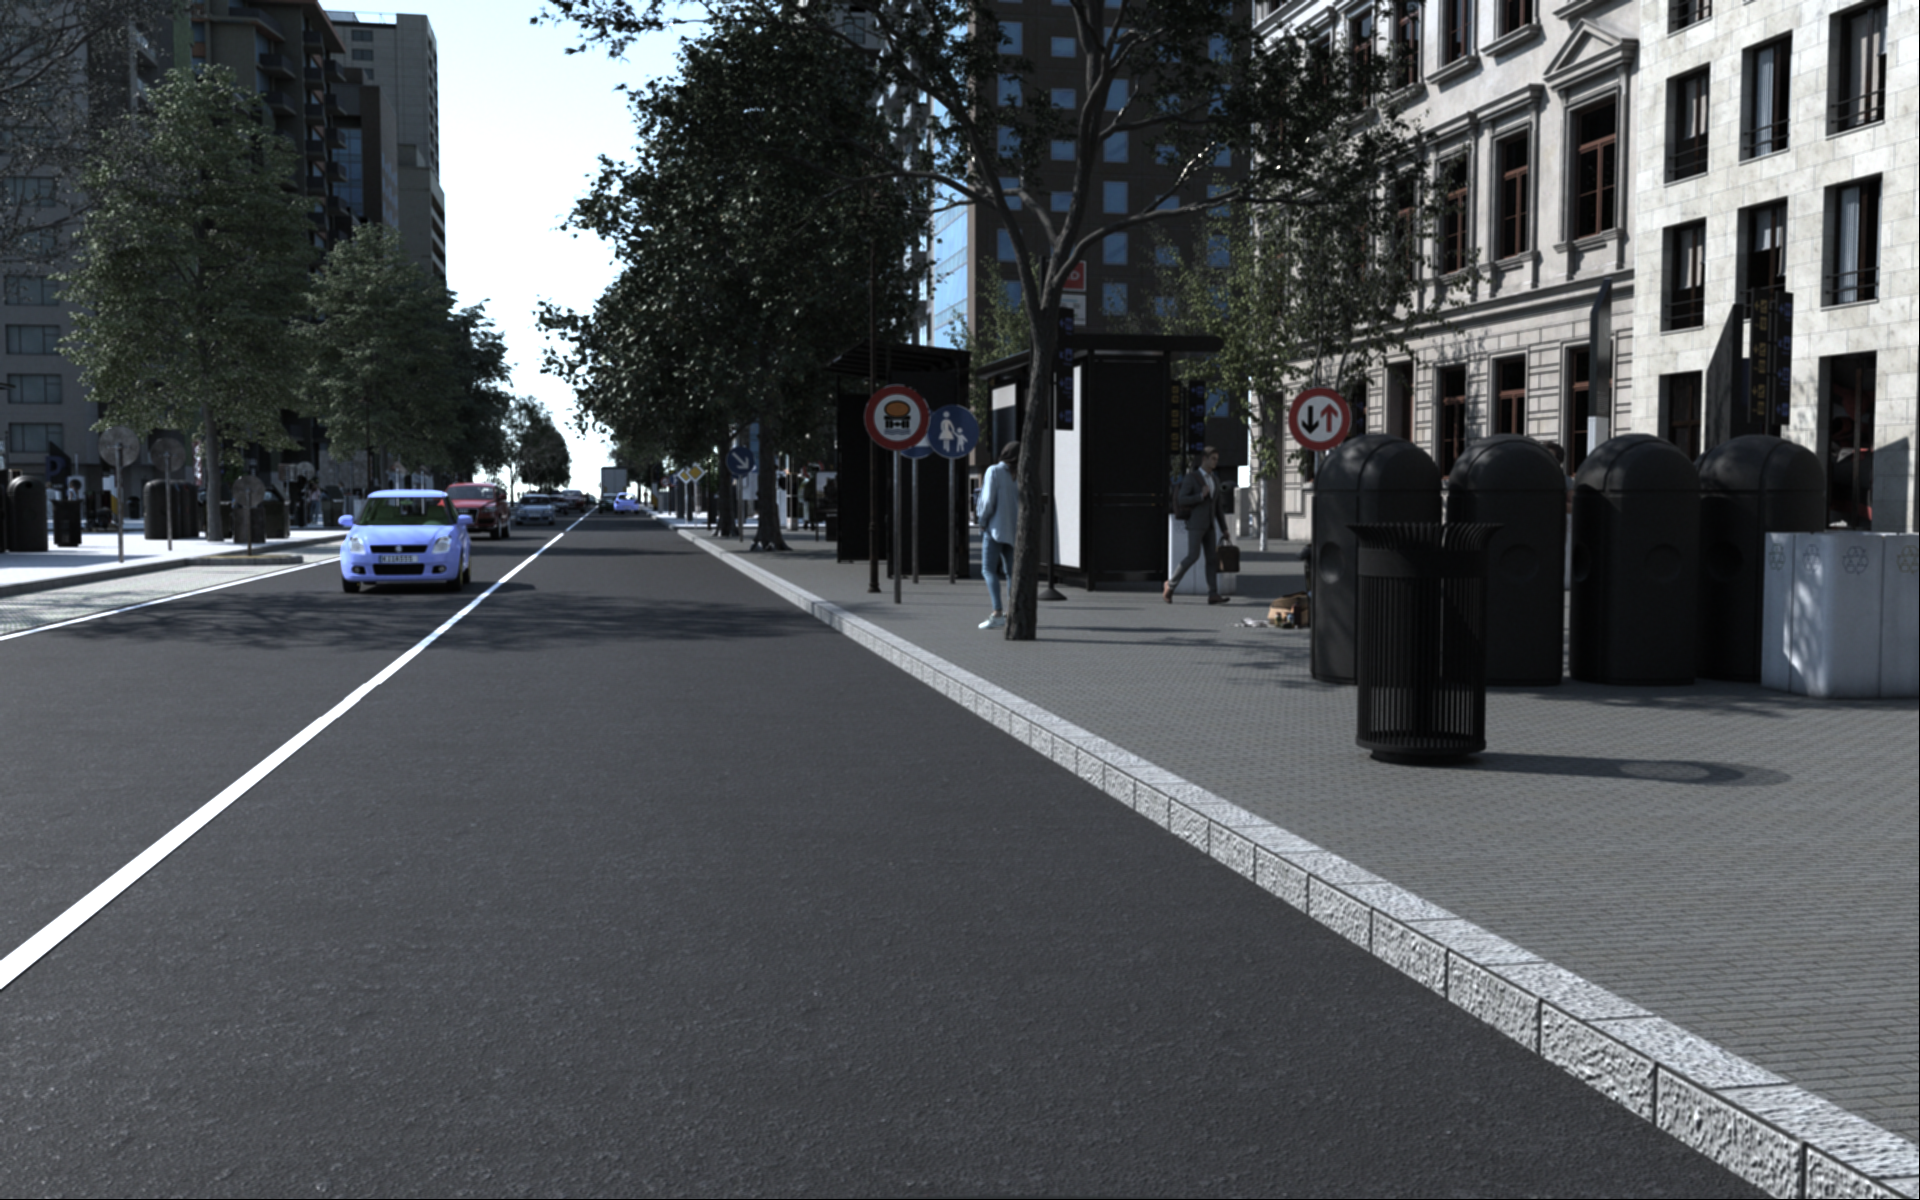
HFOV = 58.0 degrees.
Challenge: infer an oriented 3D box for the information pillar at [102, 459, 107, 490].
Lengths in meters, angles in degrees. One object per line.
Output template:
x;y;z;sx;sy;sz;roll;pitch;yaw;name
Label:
-41.794;-5.728;85.006;0.504;3.616;0.183;-1;4;-22;information pillar

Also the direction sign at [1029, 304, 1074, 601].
1.107;-1.768;20.909;0.379;3.537;0.876;3;4;38;direction sign

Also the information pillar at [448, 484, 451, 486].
-35.694;-7.129;121.051;0.304;2.012;0.304;3;4;37;information pillar

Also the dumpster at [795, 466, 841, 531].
-4.897;-3.604;61.413;1.502;2.255;1.985;-1;4;-11;dumpster

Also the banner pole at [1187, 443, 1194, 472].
9.980;-5.192;74.900;0.401;3.779;0.863;3;4;36;banner pole

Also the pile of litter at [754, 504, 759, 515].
-12.818;-5.791;108.654;1.176;0.858;1.719;1;4;23;pile of litter

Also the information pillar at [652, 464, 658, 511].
-23.373;-8.639;132.607;0.183;3.616;0.504;3;5;42;information pillar

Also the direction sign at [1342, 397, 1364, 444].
9.145;-2.957;40.342;0.379;3.537;0.876;3;5;43;direction sign

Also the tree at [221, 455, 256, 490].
-34.166;-5.330;81.740;1.663;3.219;1.824;0;3;0;tree

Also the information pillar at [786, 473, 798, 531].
-5.869;-3.432;60.606;0.304;2.012;0.304;-3;4;-39;information pillar

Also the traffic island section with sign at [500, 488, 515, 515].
-30.804;-6.598;116.507;1.989;1.847;2.006;-1;4;-11;traffic island section with sign

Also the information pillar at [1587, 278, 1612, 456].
6.894;-1.673;18.702;0.183;3.616;0.504;3;4;37;information pillar

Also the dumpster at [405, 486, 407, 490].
-37.843;-6.878;118.209;1.264;1.857;1.865;-1;4;-11;dumpster

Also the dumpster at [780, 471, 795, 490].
-6.894;-4.387;74.220;1.502;2.255;1.985;-1;4;-11;dumpster

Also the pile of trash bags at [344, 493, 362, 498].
-45.001;-7.426;131.166;1.912;1.369;3.447;3;5;42;pile of trash bags

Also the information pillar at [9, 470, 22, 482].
-28.523;-2.928;52.365;0.304;2.012;0.304;-3;4;-37;information pillar

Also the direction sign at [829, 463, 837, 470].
-9.262;-8.290;127.538;0.876;3.537;0.379;-3;4;-39;direction sign

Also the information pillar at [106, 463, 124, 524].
-36.598;-5.124;75.128;0.504;3.616;0.183;-1;4;-16;information pillar

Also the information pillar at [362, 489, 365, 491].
-47.039;-8.884;136.613;0.183;3.616;0.504;0;4;-7;information pillar

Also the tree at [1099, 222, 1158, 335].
5.805;-5.816;45.455;4.360;8.622;3.978;0;3;0;tree

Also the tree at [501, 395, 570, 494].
-52.681;-18.468;212.323;12.009;13.543;11.850;0;3;0;tree

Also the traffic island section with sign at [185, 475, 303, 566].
-14.536;-1.632;35.310;1.989;1.847;2.006;-1;4;-11;traffic island section with sign

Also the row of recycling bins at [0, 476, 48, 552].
-22.163;-1.913;38.386;3.534;1.692;1.069;-1;4;-14;row of recycling bins

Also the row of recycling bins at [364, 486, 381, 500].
-30.685;-5.127;90.931;1.069;1.692;3.534;-1;4;-12;row of recycling bins

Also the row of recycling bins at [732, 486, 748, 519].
-11.809;-5.138;91.121;1.069;1.692;3.534;0;4;0;row of recycling bins

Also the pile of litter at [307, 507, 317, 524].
-28.508;-3.737;75.059;1.176;0.858;1.719;-2;4;-27;pile of litter

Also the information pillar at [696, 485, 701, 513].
-17.694;-6.888;117.106;0.304;2.012;0.304;-2;4;-26;information pillar

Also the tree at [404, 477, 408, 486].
-41.868;-8.304;130.372;1.663;3.219;1.824;0;3;0;tree

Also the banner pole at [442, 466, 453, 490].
-35.095;-7.858;118.501;0.863;3.779;0.401;1;4;20;banner pole

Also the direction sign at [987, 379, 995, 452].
0.676;-2.493;32.757;0.379;3.537;0.876;1;4;20;direction sign

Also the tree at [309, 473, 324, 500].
-47.704;-8.264;129.724;1.663;3.219;1.824;0;3;0;tree

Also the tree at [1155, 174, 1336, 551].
6.648;-5.411;38.839;4.737;8.622;4.395;0;3;0;tree

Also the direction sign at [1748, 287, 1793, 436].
9.023;-1.672;19.338;0.876;3.537;0.379;-3;4;-38;direction sign

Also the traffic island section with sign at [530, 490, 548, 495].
-40.589;-9.584;165.331;1.989;1.847;2.006;-1;4;-11;traffic island section with sign

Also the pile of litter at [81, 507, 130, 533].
-28.623;-2.688;57.916;1.719;0.858;1.176;0;4;-7;pile of litter

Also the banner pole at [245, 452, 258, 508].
-42.057;-6.892;102.693;0.863;3.779;0.401;-1;4;-17;banner pole

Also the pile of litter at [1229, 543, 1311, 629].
3.524;-0.178;16.880;1.719;0.858;1.176;2;4;26;pile of litter

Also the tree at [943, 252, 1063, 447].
1.631;-6.225;52.145;4.737;8.622;4.395;0;3;0;tree

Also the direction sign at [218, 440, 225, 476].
-31.229;-4.958;73.058;0.876;3.537;0.379;3;5;42;direction sign

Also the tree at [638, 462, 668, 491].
-30.384;-11.581;173.061;4.285;4.588;4.351;0;3;0;tree

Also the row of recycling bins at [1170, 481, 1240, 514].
7.701;-2.987;55.953;1.069;1.692;3.534;-3;4;-38;row of recycling bins

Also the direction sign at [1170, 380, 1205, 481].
4.467;-2.601;34.526;0.876;3.537;0.379;-1;4;-18;direction sign

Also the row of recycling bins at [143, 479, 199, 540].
-22.915;-2.639;50.263;1.069;1.692;3.534;-1;4;-12;row of recycling bins

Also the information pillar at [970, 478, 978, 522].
0.650;-4.606;79.803;0.304;2.012;0.304;2;4;27;information pillar

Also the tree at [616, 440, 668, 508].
-27.302;-14.055;155.562;9.928;11.665;9.643;0;3;0;tree

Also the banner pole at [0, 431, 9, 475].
-37.805;-4.803;68.547;0.863;3.779;0.401;2;4;32;banner pole

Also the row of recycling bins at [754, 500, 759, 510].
-15.192;-7.731;133.520;1.069;1.692;3.534;1;4;12;row of recycling bins

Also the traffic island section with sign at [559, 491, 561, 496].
-62.063;-16.141;272.528;1.989;1.847;2.006;-1;4;-11;traffic island section with sign

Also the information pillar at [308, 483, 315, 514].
-41.768;-6.550;111.580;0.304;2.012;0.304;0;4;-6;information pillar

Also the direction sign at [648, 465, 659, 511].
-23.730;-8.700;134.241;0.876;3.537;0.379;1;4;10;direction sign

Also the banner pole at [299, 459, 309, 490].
-46.186;-8.065;121.884;0.863;3.779;0.401;0;4;0;banner pole

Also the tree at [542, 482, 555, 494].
-66.319;-17.421;279.439;1.663;3.219;1.824;0;3;0;tree

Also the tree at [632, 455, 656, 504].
-38.337;-16.040;212.623;4.360;8.622;3.978;0;3;0;tree

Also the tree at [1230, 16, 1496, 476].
6.149;-4.740;27.865;4.360;8.622;3.978;0;3;0;tree

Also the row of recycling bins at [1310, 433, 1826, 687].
4.211;-0.295;11.942;3.534;1.692;1.069;0;4;-5;row of recycling bins
